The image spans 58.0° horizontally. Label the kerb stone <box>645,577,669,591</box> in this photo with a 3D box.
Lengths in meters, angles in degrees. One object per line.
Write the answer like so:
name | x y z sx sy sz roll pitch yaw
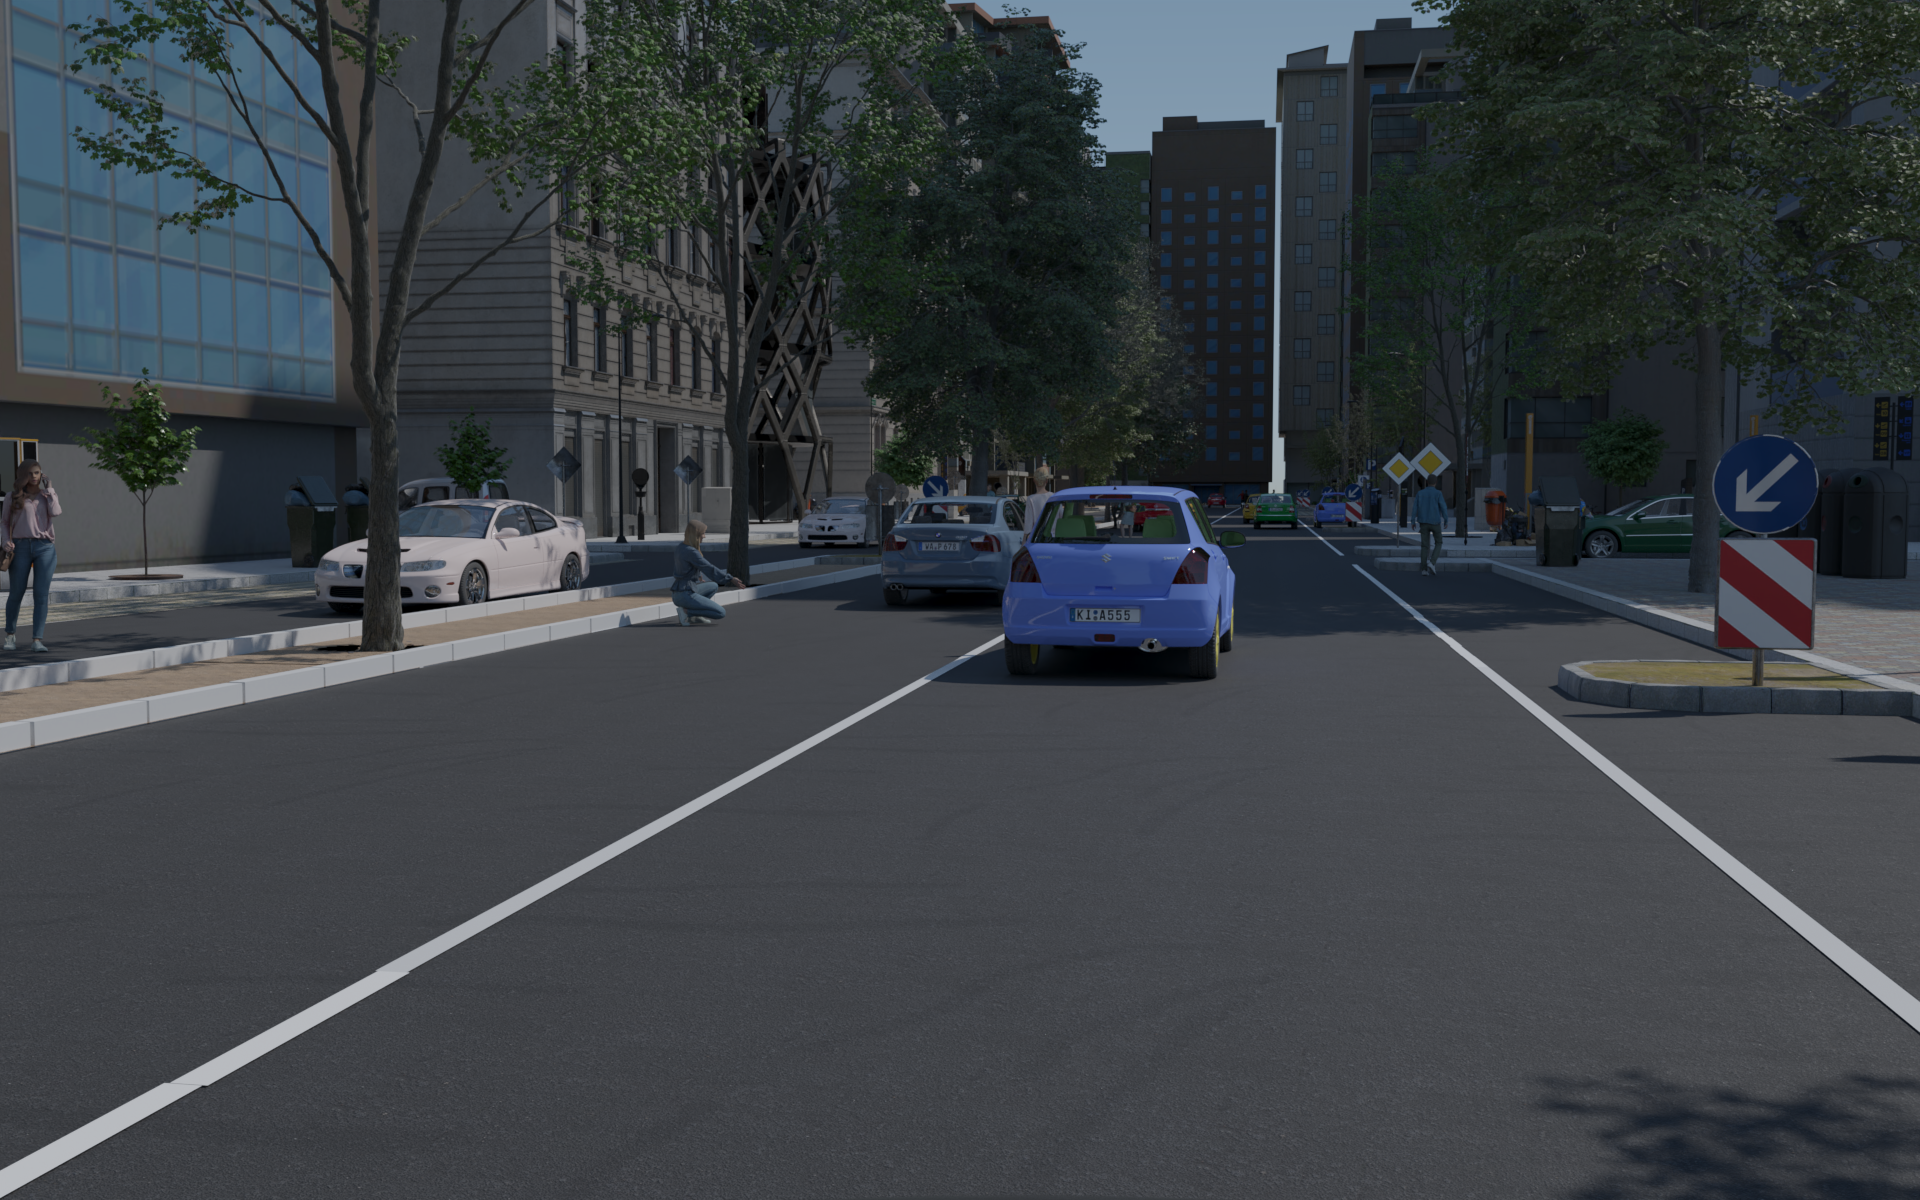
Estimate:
kerb stone | -4.600 -0.220 25.789 0.120 0.150 1.000 1 4 10

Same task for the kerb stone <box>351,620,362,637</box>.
kerb stone | -6.035 0.279 17.721 0.120 0.150 1.000 1 4 10

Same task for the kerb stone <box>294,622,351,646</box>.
kerb stone | -6.210 0.336 16.698 0.120 0.150 1.000 1 4 10

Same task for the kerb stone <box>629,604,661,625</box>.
kerb stone | -3.601 0.173 19.382 0.120 0.150 1.000 1 4 10

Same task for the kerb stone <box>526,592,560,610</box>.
kerb stone | -5.315 0.027 21.755 0.120 0.150 1.000 1 4 10

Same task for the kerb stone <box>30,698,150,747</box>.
kerb stone | -5.208 0.732 10.301 0.120 0.150 1.000 1 4 10

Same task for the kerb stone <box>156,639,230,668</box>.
kerb stone | -6.562 0.460 14.682 0.120 0.150 1.000 1 4 10

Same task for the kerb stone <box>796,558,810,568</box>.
kerb stone | -3.173 -0.714 33.863 0.120 0.150 1.000 1 4 10

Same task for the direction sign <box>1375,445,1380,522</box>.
direction sign | 19.103 -5.351 79.484 0.379 3.537 0.876 1 4 12

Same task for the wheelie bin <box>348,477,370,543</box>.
wheelie bin | -10.992 -1.471 31.959 0.693 1.594 0.980 -1 4 -10

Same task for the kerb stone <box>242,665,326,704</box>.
kerb stone | -4.847 0.604 12.315 0.120 0.150 1.000 1 4 10

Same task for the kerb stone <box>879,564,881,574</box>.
kerb stone | -1.459 -0.569 31.502 0.120 0.150 1.000 1 4 10

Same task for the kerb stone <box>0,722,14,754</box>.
kerb stone | -5.391 0.793 9.290 0.120 0.150 1.000 1 4 10

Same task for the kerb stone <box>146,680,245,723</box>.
kerb stone | -5.030 0.671 11.308 0.120 0.150 1.000 1 4 10

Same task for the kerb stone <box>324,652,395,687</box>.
kerb stone | -4.672 0.542 13.328 0.120 0.150 1.000 1 4 10

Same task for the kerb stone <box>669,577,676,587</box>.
kerb stone | -4.421 -0.281 26.795 0.120 0.150 1.000 1 4 10

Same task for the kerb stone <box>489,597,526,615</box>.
kerb stone | -5.499 0.088 20.750 0.120 0.150 1.000 1 4 10

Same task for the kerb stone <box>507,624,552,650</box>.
kerb stone | -4.139 0.358 16.358 0.120 0.150 1.000 1 4 10

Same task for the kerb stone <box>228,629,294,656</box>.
kerb stone | -6.385 0.398 15.688 0.120 0.150 1.000 1 4 10

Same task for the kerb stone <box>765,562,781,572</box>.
kerb stone | -3.533 -0.590 31.837 0.120 0.150 1.000 1 4 10

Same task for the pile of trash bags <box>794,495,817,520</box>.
pile of trash bags | -7.907 -4.596 84.903 1.912 1.369 3.447 -1 4 -21

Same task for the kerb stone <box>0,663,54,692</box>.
kerb stone | -6.921 0.583 12.670 0.120 0.150 1.000 1 4 10

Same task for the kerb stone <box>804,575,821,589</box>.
kerb stone | -2.351 -0.260 26.448 0.120 0.150 1.000 1 4 10

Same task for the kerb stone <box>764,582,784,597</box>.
kerb stone | -2.717 -0.132 24.420 0.120 0.150 1.000 1 4 10

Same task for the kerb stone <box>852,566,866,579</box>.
kerb stone | -1.816 -0.446 29.485 0.120 0.150 1.000 1 4 10

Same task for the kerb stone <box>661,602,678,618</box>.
kerb stone | -3.420 0.113 20.388 0.120 0.150 1.000 1 4 10

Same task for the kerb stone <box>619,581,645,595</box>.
kerb stone | -4.779 -0.158 24.778 0.120 0.150 1.000 1 4 10

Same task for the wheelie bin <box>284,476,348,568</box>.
wheelie bin | -11.385 -1.371 30.325 0.693 1.594 0.980 1 4 19

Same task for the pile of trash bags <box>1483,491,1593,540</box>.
pile of trash bags | 15.267 -2.221 46.058 3.447 1.369 1.912 -2 4 -29

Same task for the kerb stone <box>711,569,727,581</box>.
kerb stone | -4.066 -0.404 28.808 0.120 0.150 1.000 1 4 10

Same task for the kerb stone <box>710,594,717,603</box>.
kerb stone | -3.252 0.049 21.401 0.120 0.150 1.000 1 4 10

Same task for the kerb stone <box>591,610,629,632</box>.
kerb stone | -3.775 0.235 18.375 0.120 0.150 1.000 1 4 10

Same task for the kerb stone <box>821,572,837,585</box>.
kerb stone | -2.178 -0.316 27.462 0.120 0.150 1.000 1 4 10

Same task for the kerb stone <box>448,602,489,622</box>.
kerb stone | -5.672 0.151 19.736 0.120 0.150 1.000 1 4 10

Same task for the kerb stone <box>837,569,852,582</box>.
kerb stone | -1.989 -0.384 28.478 0.120 0.150 1.000 1 4 10

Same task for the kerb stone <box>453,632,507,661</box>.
kerb stone | -4.314 0.419 15.349 0.120 0.150 1.000 1 4 10

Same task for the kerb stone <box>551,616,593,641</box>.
kerb stone | -3.958 0.297 17.369 0.120 0.150 1.000 1 4 10

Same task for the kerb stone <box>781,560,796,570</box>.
kerb stone | -3.353 -0.652 32.852 0.120 0.150 1.000 1 4 10

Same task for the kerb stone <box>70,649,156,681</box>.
kerb stone | -6.744 0.523 13.676 0.120 0.150 1.000 1 4 10

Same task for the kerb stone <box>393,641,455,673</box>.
kerb stone | -4.493 0.480 14.342 0.120 0.150 1.000 1 4 10

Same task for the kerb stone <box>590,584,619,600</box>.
kerb stone | -4.956 -0.096 23.771 0.120 0.150 1.000 1 4 10

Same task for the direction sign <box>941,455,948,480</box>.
direction sign | -0.892 -6.462 97.649 0.379 3.537 0.876 -2 4 -24

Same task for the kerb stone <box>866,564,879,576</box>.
kerb stone | -1.648 -0.508 30.493 0.120 0.150 1.000 1 4 10

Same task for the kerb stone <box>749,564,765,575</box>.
kerb stone | -3.718 -0.523 30.828 0.120 0.150 1.000 1 4 10

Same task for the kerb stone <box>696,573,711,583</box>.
kerb stone | -4.250 -0.343 27.802 0.120 0.150 1.000 1 4 10

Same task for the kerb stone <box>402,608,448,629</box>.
kerb stone | -5.852 0.212 18.726 0.120 0.150 1.000 1 4 10

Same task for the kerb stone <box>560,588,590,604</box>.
kerb stone | -5.141 -0.035 22.762 0.120 0.150 1.000 1 4 10

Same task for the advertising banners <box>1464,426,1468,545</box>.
advertising banners | 12.881 -2.927 44.039 0.090 3.025 2.074 1 4 16

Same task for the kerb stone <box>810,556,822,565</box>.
kerb stone | -3.008 -0.772 34.872 0.120 0.150 1.000 1 4 10

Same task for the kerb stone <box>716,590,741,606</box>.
kerb stone | -3.076 -0.013 22.408 0.120 0.150 1.000 1 4 10

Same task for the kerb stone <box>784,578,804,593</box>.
kerb stone | -2.525 -0.197 25.438 0.120 0.150 1.000 1 4 10

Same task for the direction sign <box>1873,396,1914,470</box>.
direction sign | 21.636 -2.949 40.216 0.379 3.537 0.876 -3 4 -36

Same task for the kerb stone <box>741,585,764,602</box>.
kerb stone | -2.890 -0.069 23.413 0.120 0.150 1.000 1 4 10
